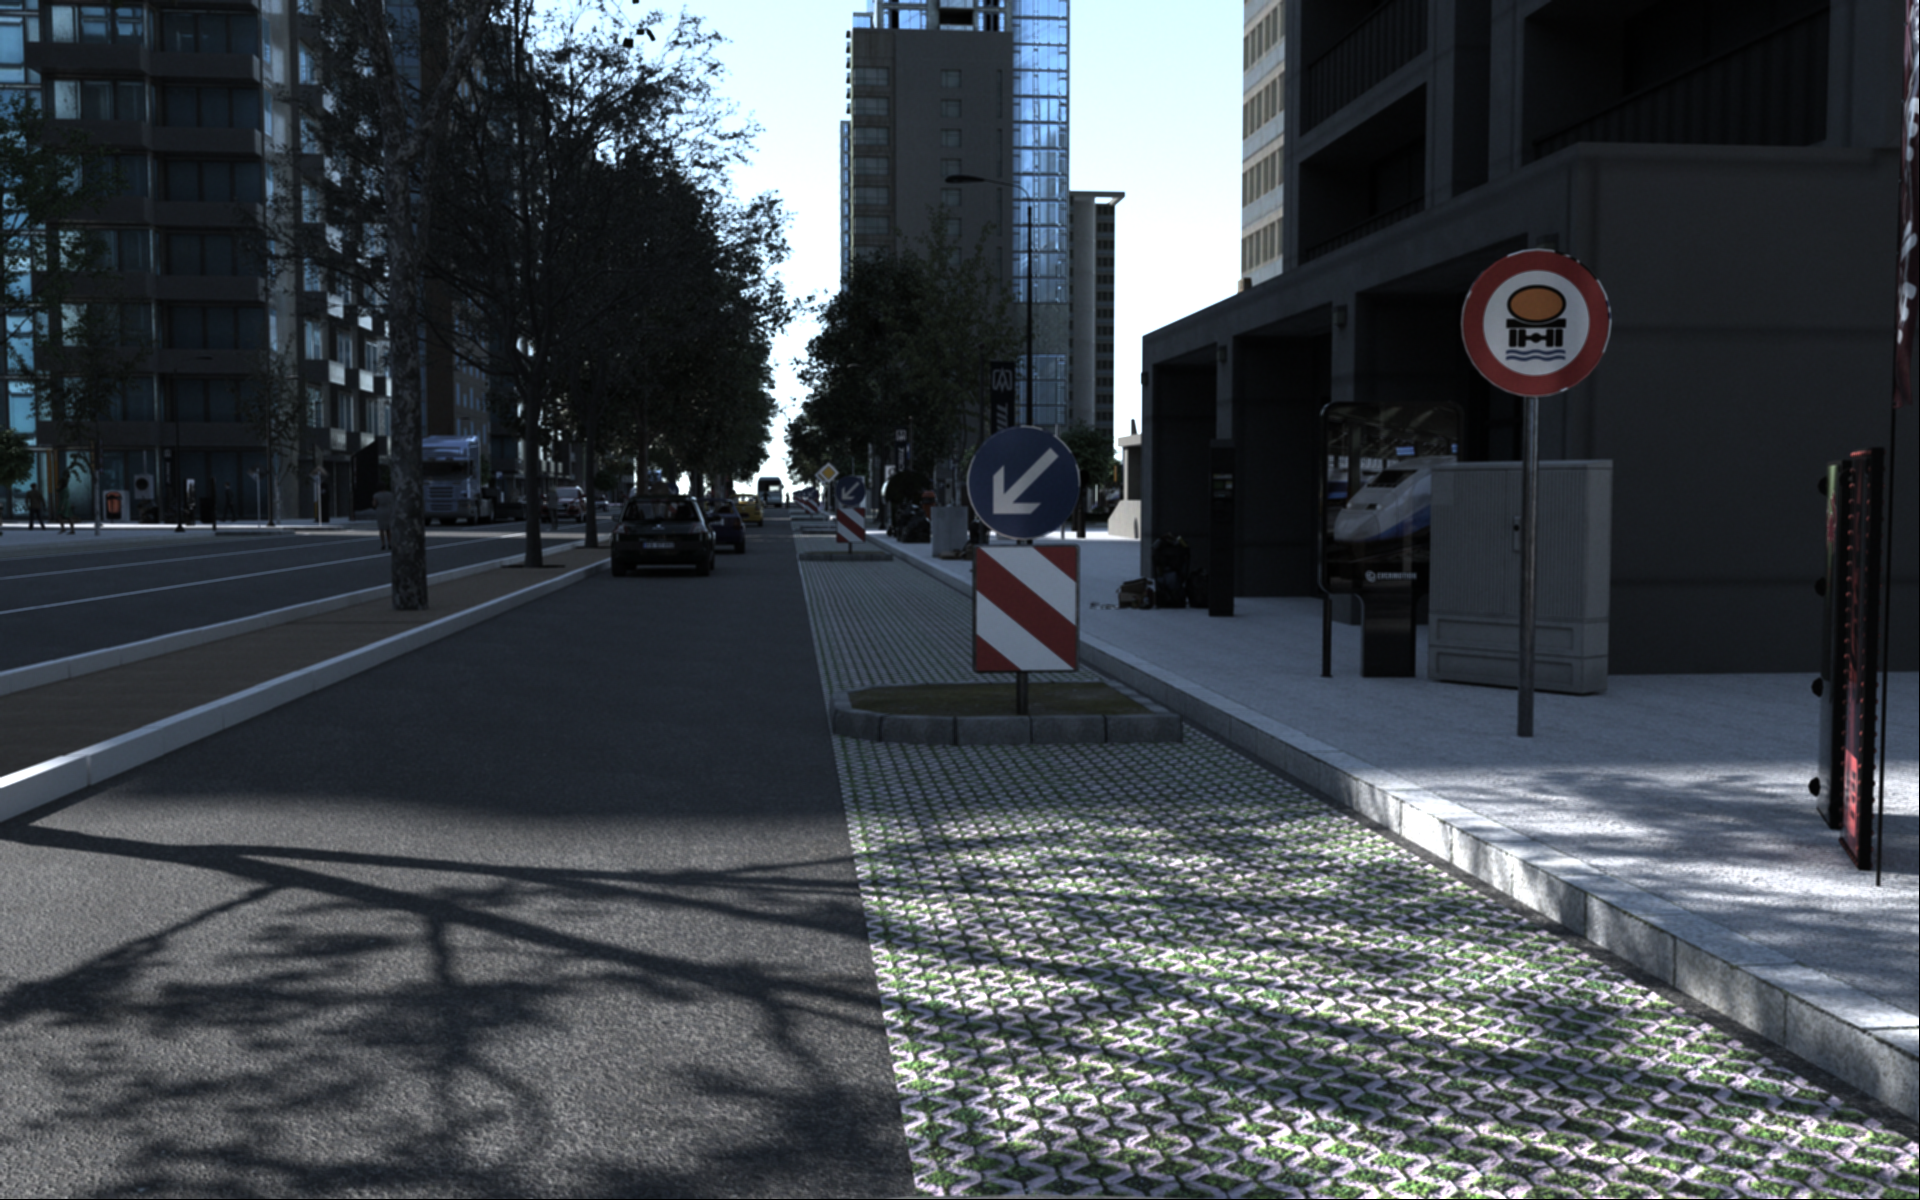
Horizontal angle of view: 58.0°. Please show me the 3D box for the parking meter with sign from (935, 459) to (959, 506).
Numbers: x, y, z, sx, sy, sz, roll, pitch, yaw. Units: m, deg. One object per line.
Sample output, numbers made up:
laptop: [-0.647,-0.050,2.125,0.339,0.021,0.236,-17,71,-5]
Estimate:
parking meter with sign: [-0.759,-5.493,86.072,0.543,3.016,1.738,2,4,32]

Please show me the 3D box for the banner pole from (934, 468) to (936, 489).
banner pole: [-1.803,-7.419,111.309,0.401,3.779,0.863,3,5,42]

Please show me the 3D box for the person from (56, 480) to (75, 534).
person: [-28.555,-2.996,55.278,0.529,1.795,0.600,-2,4,-32]

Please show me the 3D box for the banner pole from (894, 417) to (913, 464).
banner pole: [-1.771,-4.044,56.136,0.863,3.779,0.401,2,4,33]

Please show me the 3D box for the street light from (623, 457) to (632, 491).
street light: [-41.847,-15.037,218.389,1.470,5.913,1.316,0,4,-6]

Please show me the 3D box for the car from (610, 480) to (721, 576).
car: [-5.376,-1.334,31.591,2.009,1.686,4.222,0,4,-6]

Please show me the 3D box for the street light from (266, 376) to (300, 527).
street light: [-26.718,-5.861,68.365,1.470,5.913,1.316,0,4,-6]

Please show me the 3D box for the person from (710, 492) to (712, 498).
person: [-27.431,-11.047,189.914,0.445,1.727,0.742,-2,4,-26]

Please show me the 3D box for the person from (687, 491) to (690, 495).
person: [-29.865,-11.142,190.678,0.705,1.824,1.348,2,4,30]

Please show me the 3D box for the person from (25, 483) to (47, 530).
person: [-33.908,-3.375,63.588,0.836,1.842,0.656,1,4,19]

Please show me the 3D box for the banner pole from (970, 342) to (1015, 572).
banner pole: [0.563,-2.364,28.673,0.863,3.779,0.401,-2,4,-26]

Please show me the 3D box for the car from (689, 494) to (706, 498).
car: [-19.915,-7.376,130.817,2.015,1.641,3.980,0,4,-4]

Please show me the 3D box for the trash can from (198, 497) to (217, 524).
trash can: [-32.797,-3.905,75.505,0.748,1.137,0.748,0,3,0]

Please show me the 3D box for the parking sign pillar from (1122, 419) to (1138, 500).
parking sign pillar: [6.051,-4.455,61.317,1.447,3.967,1.447,0,4,-1]

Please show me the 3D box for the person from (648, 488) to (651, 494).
person: [-14.857,-4.548,83.446,0.593,1.750,0.643,3,5,40]

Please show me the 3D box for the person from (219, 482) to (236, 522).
person: [-33.776,-4.529,79.862,0.755,1.850,0.659,0,4,1]

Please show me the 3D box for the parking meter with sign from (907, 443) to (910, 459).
parking meter with sign: [-1.786,-3.804,58.458,0.543,3.016,1.738,-1,4,-12]

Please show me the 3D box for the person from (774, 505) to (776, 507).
person: [-20.954,-11.526,197.090,1.348,1.807,0.705,1,4,23]

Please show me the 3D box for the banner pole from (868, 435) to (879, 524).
banner pole: [-3.741,-5.112,73.597,0.401,3.779,0.863,1,4,19]

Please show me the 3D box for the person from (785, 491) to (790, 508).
person: [-17.089,-9.927,171.614,0.445,1.727,0.742,1,4,10]

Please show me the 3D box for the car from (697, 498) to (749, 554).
car: [-6.196,-1.853,42.878,1.945,1.354,3.894,0,4,-8]

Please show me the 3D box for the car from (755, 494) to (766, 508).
car: [-12.631,-5.707,103.535,2.015,1.641,3.980,0,4,-6]

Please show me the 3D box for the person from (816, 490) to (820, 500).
person: [-16.521,-11.804,199.728,0.721,1.739,1.217,2,4,29]

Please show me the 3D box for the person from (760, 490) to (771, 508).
person: [-20.004,-10.367,178.029,1.348,1.821,0.705,1,4,20]

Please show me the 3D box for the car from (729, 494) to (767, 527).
car: [-9.644,-4.101,77.267,2.015,1.641,3.980,0,4,-6]

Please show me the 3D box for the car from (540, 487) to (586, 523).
car: [-19.885,-4.800,87.160,2.281,1.827,5.304,0,4,-7]

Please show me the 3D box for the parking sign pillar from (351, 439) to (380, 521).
parking sign pillar: [-29.007,-5.877,84.557,1.447,3.967,1.447,0,4,-6]

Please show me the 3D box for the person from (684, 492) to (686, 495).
person: [-37.370,-13.893,236.092,0.568,1.767,0.683,0,4,5]

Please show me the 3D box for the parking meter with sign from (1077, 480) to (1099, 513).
parking meter with sign: [5.674,-5.139,80.281,1.738,3.016,0.543,2,4,28]

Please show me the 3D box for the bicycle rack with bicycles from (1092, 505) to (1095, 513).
bicycle rack with bicycles: [7.041,-5.690,106.413,2.852,0.926,2.925,1,4,19]

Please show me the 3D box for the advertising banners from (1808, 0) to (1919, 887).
advertising banners: [3.176,-0.604,6.058,0.090,3.025,2.074,1,4,20]

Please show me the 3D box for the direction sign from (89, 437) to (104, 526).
direction sign: [-34.215,-4.690,68.677,0.876,3.537,0.379,2,4,31]

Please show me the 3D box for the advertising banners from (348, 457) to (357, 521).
advertising banners: [-28.632,-5.226,81.627,0.090,3.025,2.074,-2,4,-29]

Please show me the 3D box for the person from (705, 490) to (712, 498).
person: [-20.113,-7.952,139.111,0.643,1.750,0.593,3,5,43]

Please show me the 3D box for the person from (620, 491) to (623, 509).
person: [-33.498,-9.890,170.925,0.721,1.735,1.217,0,4,-7]

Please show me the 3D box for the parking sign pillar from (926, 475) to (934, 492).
parking sign pillar: [-2.010,-6.722,98.376,1.447,3.967,1.447,-2,4,-34]

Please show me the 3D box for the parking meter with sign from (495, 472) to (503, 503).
parking meter with sign: [-35.971,-8.486,134.998,0.543,3.016,1.738,-1,4,-19]

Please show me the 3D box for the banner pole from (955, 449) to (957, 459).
banner pole: [-0.254,-6.417,94.929,0.401,3.779,0.863,0,4,5]

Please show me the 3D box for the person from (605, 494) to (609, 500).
person: [-36.400,-10.167,177.952,0.991,1.433,0.599,2,4,35]

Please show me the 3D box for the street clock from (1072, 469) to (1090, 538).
street clock: [3.537,-2.809,50.498,0.471,2.002,0.358,-3,4,-36]

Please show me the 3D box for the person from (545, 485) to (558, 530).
person: [-16.275,-3.690,69.019,0.537,1.800,0.526,-2,4,-32]

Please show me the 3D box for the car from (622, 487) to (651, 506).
car: [-17.234,-5.247,94.459,2.281,1.827,5.304,0,4,-7]

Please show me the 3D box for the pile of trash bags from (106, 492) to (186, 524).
pile of trash bags: [-35.324,-4.006,75.250,3.447,1.369,1.912,0,4,-2]

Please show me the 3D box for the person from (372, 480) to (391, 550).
person: [-14.848,-2.199,44.805,0.716,1.782,0.532,-2,4,-33]

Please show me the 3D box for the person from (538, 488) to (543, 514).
person: [-24.693,-5.707,101.977,0.590,1.801,0.661,-1,4,-16]

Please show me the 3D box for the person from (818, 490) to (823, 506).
person: [-14.216,-10.571,179.403,1.217,1.766,0.721,-3,4,-39]

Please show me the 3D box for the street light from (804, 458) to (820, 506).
street light: [-15.588,-12.973,184.651,1.470,5.913,1.316,0,4,-6]

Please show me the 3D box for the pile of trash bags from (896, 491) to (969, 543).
pile of trash bags: [-0.801,-2.277,46.985,1.912,1.369,3.447,0,4,-4]

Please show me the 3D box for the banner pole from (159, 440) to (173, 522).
banner pole: [-36.951,-5.538,80.566,0.863,3.779,0.401,1,4,20]

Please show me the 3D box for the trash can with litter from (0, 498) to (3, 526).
trash can with litter: [-38.629,-3.515,68.854,1.055,1.170,0.624,-1,4,-22]

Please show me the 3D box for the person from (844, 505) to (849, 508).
person: [-6.065,-5.352,93.727,0.661,1.801,0.590,3,5,39]

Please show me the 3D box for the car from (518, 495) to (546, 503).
car: [-26.906,-5.973,109.668,2.014,1.417,4.499,0,4,-7]

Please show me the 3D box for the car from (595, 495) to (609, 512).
car: [-29.594,-7.864,141.150,1.945,1.354,3.894,0,4,-8]
